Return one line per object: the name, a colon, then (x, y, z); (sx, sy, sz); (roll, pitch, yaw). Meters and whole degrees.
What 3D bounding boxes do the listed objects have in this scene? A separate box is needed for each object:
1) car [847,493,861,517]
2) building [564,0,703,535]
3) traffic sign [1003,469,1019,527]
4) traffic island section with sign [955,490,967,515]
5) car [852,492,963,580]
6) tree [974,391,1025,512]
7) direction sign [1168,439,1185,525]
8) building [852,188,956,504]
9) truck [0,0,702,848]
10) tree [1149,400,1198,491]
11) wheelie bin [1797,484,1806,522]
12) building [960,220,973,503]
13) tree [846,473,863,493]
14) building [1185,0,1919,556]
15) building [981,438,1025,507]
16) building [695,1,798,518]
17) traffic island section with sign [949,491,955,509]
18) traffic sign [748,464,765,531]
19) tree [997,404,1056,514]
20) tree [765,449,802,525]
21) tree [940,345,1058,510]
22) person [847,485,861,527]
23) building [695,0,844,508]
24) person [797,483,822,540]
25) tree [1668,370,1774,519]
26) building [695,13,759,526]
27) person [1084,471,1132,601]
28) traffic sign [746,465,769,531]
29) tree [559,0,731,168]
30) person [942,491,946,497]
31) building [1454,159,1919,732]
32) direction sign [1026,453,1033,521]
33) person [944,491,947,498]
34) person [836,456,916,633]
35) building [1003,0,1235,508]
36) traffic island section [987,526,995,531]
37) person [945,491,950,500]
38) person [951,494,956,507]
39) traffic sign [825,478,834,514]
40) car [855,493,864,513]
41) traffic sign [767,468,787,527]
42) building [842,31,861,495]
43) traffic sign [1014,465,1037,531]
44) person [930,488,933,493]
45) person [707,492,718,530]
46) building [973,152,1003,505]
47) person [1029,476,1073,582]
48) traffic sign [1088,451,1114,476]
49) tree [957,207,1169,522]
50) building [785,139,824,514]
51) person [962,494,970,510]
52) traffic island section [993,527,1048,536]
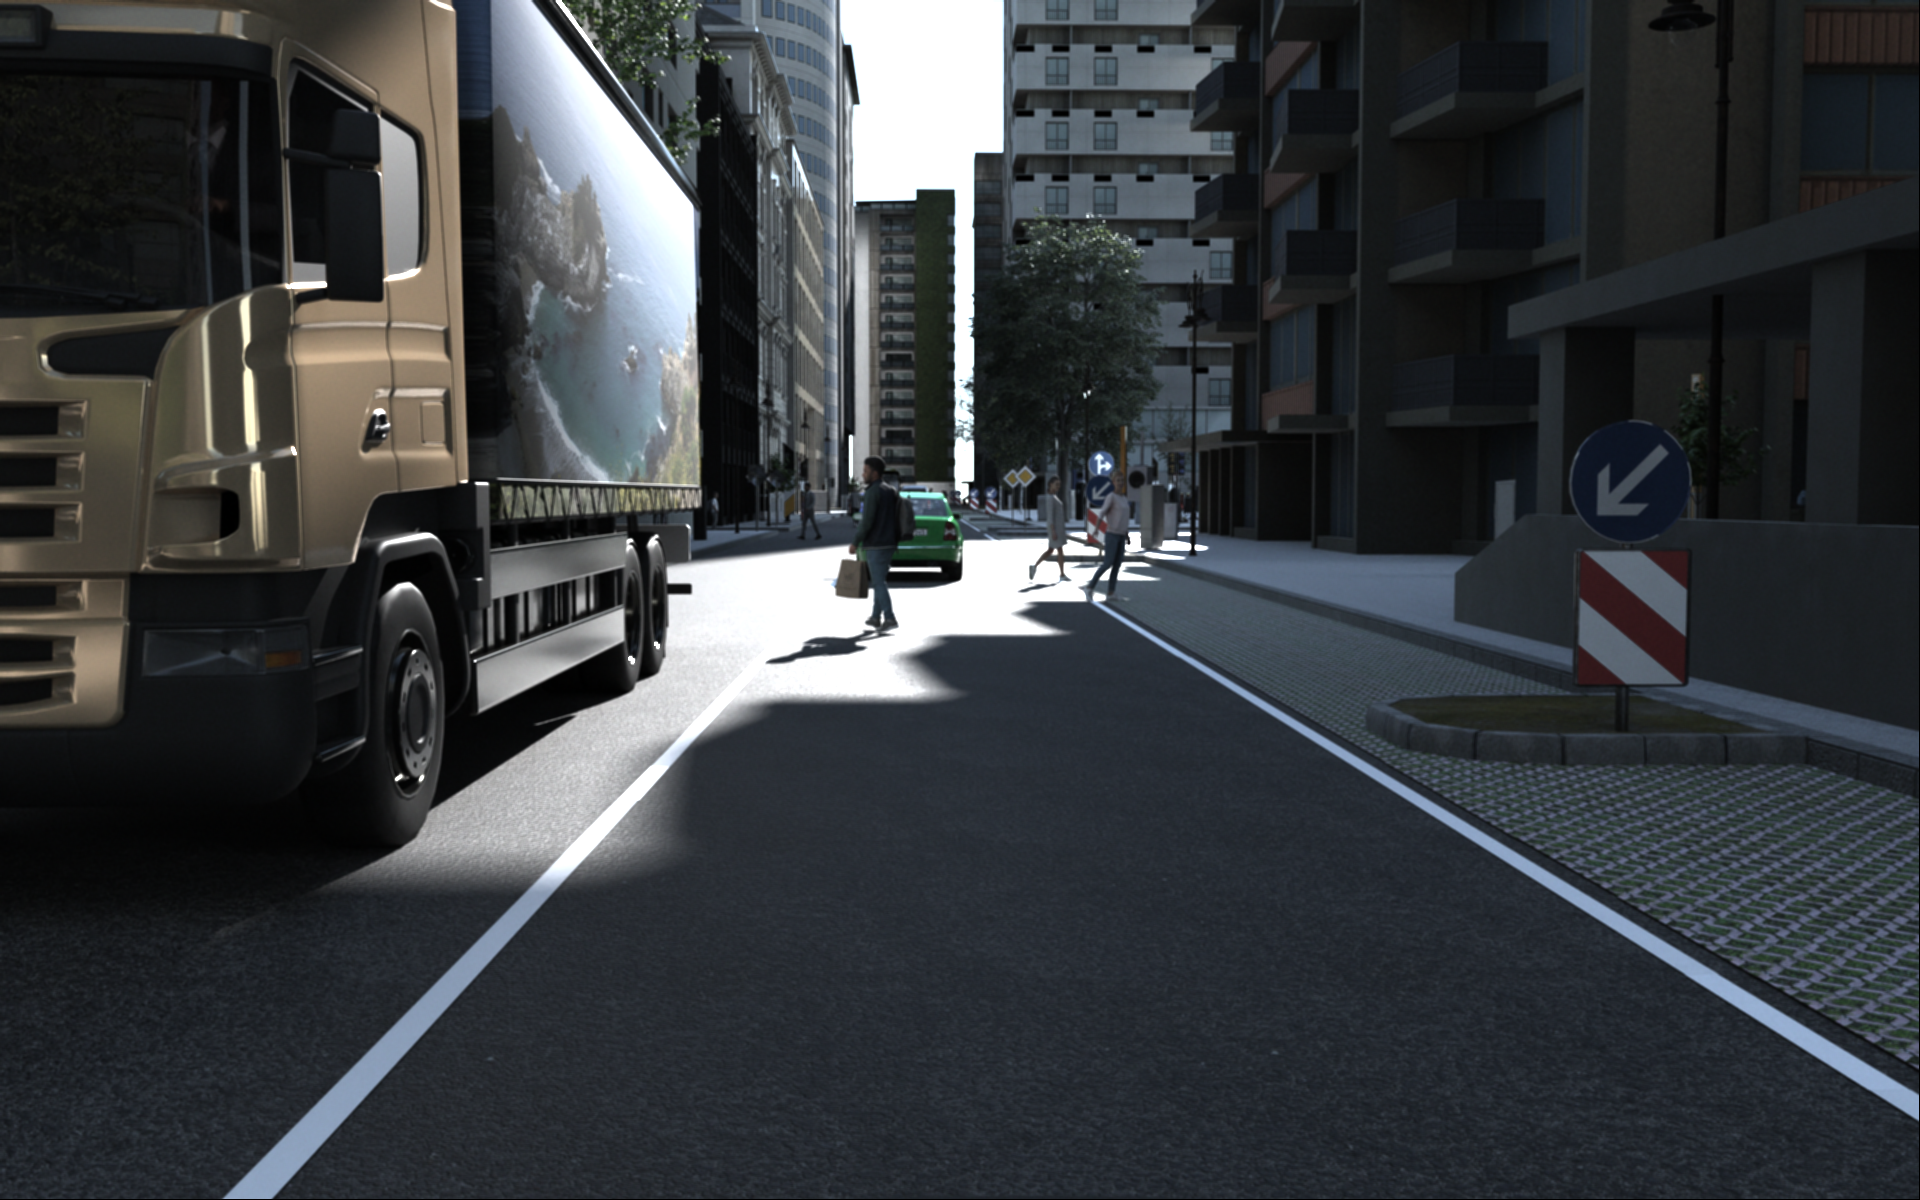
car: (-6.153, -6.266, 111.481); (2.155, 1.783, 4.494); (0, 4, -1)
building: (-22.658, -12.098, 42.843); (28.899, 21.520, 27.650); (0, 4, -1)
traffic sign: (2.068, -3.930, 67.897); (0.795, 2.450, 0.064); (0, 4, -1)
traffic island section with sign: (0.855, -6.824, 120.208); (1.989, 1.847, 2.006); (0, 4, -1)
car: (-0.909, -1.311, 30.230); (1.959, 1.807, 4.718); (0, 4, -3)
tree: (3.105, -10.577, 123.289); (4.737, 8.622, 4.395); (0, 3, 0)
direction sign: (8.949, -4.875, 71.702); (0.876, 3.537, 0.379); (-2, 4, -33)
building: (-7.617, -33.662, 233.960); (14.086, 41.232, 14.154); (0, 4, -1)
truck: (-3.472, -1.313, 10.385); (2.839, 4.237, 11.283); (0, 4, -1)
tree: (16.642, -11.194, 133.382); (4.360, 8.622, 3.978); (0, 3, 0)
wheelie bin: (14.506, -1.296, 29.092); (0.980, 1.594, 0.693); (-1, 4, -16)
building: (14.565, -35.703, 238.376); (28.867, 44.769, 22.147); (0, 4, -1)
tree: (-10.091, -10.318, 163.300); (1.663, 3.219, 1.824); (0, 3, 0)
building: (17.824, -23.808, 43.879); (22.147, 44.769, 28.867); (0, 4, -1)
building: (13.958, -53.422, 186.113); (22.319, 86.520, 31.000); (0, 4, -1)
building: (-16.572, -18.847, 95.531); (14.401, 28.519, 23.554); (0, 4, -1)
traffic island section with sign: (-0.296, -9.852, 169.701); (1.989, 1.847, 2.006); (0, 4, -1)
traffic sign: (-7.037, -3.531, 59.865); (0.606, 2.300, 0.079); (0, 4, 7)
tree: (4.011, -9.849, 111.392); (4.360, 8.622, 3.978); (0, 3, 0)
tree: (-7.742, -4.802, 73.113); (1.663, 3.219, 1.824); (0, 3, 0)
tree: (3.344, -13.895, 137.556); (12.009, 13.543, 11.850); (0, 3, 0)
person: (-4.593, -4.037, 74.694); (0.709, 1.800, 0.728); (-1, 4, -8)
building: (-21.678, -37.529, 155.592); (21.231, 58.520, 28.212); (0, 4, -1)
person: (-4.739, -2.798, 54.526); (0.850, 1.792, 0.678); (-3, 4, -38)
tree: (11.408, -1.973, 26.863); (1.663, 3.219, 1.824); (0, 3, 0)
building: (-15.792, -15.068, 76.045); (12.332, 23.373, 15.834); (0, 4, -1)
person: (1.923, -0.850, 23.065); (0.598, 1.740, 0.731); (2, 4, 25)
traffic sign: (-6.986, -3.430, 59.717); (0.795, 2.450, 0.064); (0, 4, -1)
tree: (-6.581, -5.813, 20.806); (9.928, 11.665, 9.643); (0, 3, 0)
person: (-1.621, -9.425, 163.046); (0.568, 1.767, 0.683); (-1, 4, -19)
building: (21.258, -19.440, 9.723); (32.217, 40.220, 23.993); (0, 4, -1)
direction sign: (3.337, -5.616, 83.822); (0.379, 3.537, 0.876); (1, 4, 18)
person: (-1.944, -12.268, 209.086); (0.705, 1.823, 1.348); (2, 4, 33)
person: (-0.885, -0.577, 17.920); (0.794, 1.824, 0.713); (-3, 5, -44)
building: (17.900, -34.789, 158.035); (28.713, 52.752, 27.495); (0, 4, -1)
traffic island section: (2.092, -2.795, 67.975); (2.009, 0.180, 2.903); (0, 4, -1)
person: (-1.778, -12.698, 216.092); (1.348, 1.826, 0.705); (1, 4, 19)
person: (-0.572, -10.879, 189.589); (0.991, 1.433, 0.599); (1, 4, 21)
traffic sign: (-8.220, -6.553, 109.276); (0.606, 2.300, 0.079); (0, 4, 3)
car: (-5.239, -5.545, 100.254); (1.945, 1.707, 3.694); (0, 4, -3)
traffic sign: (-7.174, -3.918, 67.700); (0.795, 2.450, 0.064); (0, 4, -1)
building: (-25.794, -37.520, 202.687); (27.495, 52.752, 28.713); (0, 4, -1)
traffic sign: (2.257, -3.442, 59.914); (0.795, 2.450, 0.064); (0, 4, -1)
person: (-1.957, -6.648, 117.224); (0.581, 1.822, 0.654); (0, 4, 7)
person: (-8.811, -3.127, 62.221); (0.523, 1.515, 0.503); (-3, 4, -38)
building: (8.576, -32.188, 209.876); (14.154, 41.232, 14.086); (0, 4, -1)
person: (1.503, -1.164, 28.274); (0.760, 1.731, 0.466); (-2, 4, -26)
traffic sign: (4.162, -3.117, 51.077); (0.768, 2.556, 0.104); (0, 4, 3)
tree: (4.767, -10.492, 78.196); (9.857, 13.997, 8.962); (0, 3, 0)
building: (-20.357, -19.585, 124.730); (19.350, 26.468, 34.151); (0, 4, -1)
person: (0.589, -8.761, 154.929); (0.799, 1.438, 0.628); (0, 4, 1)
traffic island section: (2.280, -2.306, 59.992); (2.009, 0.180, 2.903); (0, 4, -1)
